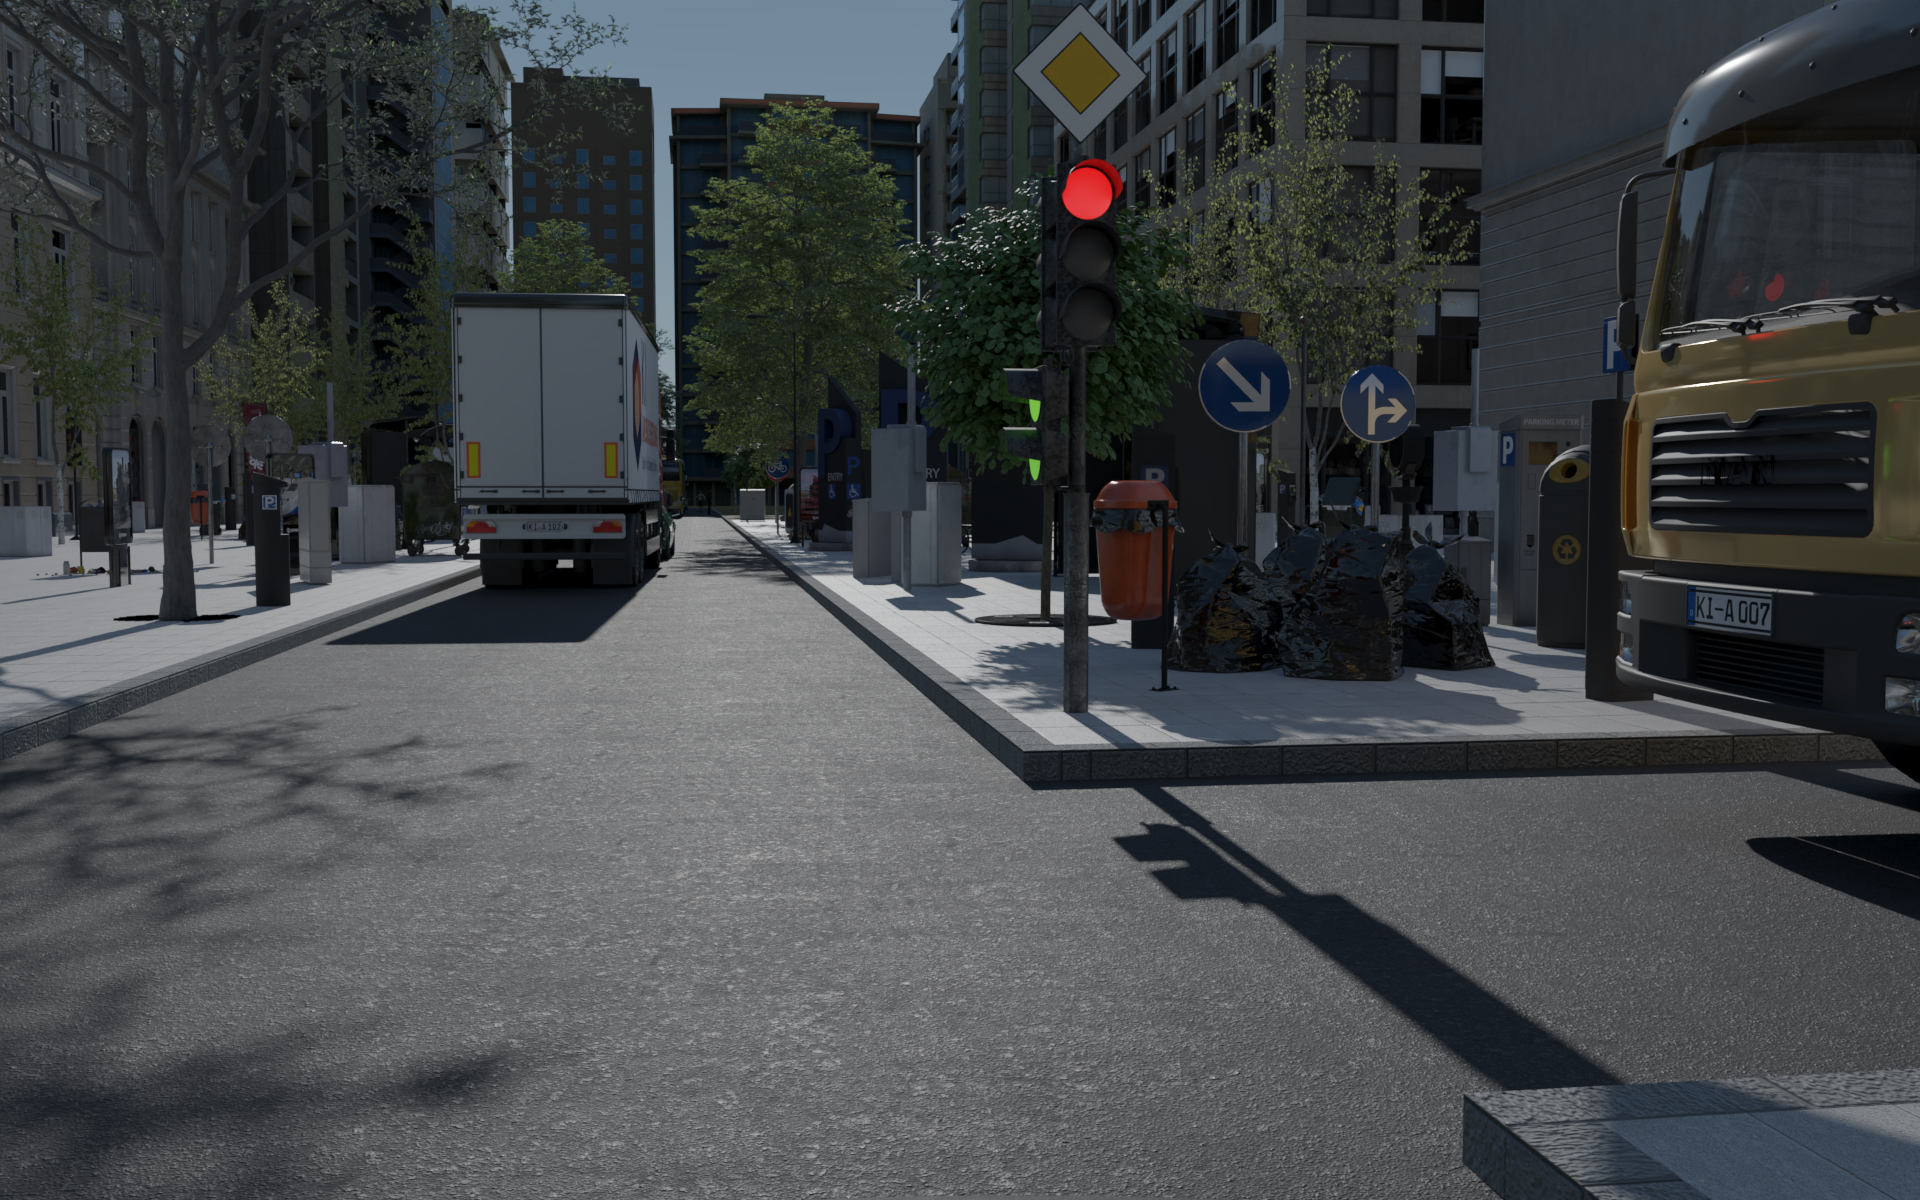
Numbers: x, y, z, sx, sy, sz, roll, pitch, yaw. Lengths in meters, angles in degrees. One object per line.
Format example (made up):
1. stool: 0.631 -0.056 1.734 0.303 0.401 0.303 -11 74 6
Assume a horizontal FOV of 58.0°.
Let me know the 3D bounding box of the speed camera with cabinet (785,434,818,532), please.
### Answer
1. speed camera with cabinet: -5.225 -3.883 57.824 0.660 3.252 2.038 -2 4 -28

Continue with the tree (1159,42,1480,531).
1. tree: 6.045 -4.792 28.716 4.360 8.622 3.978 0 3 0

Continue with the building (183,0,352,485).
1. building: -39.447 -19.287 87.049 14.160 30.474 14.107 -1 4 -9

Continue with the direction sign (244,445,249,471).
1. direction sign: -26.544 -4.479 65.228 0.379 3.537 0.876 2 4 32

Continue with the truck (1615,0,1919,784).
1. truck: 7.115 -0.704 7.435 9.791 3.379 3.469 0 4 -7

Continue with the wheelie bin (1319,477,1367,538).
1. wheelie bin: 7.268 -1.526 32.866 0.980 1.594 0.693 3 4 39

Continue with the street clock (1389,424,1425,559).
1. street clock: 4.639 -0.823 18.030 0.358 2.002 0.471 0 4 -4

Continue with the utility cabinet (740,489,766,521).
1. utility cabinet: -9.853 -4.502 82.281 1.173 1.500 0.318 0 4 3

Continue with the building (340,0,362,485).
1. building: -45.157 -40.624 102.461 20.563 71.187 20.611 -1 4 -9

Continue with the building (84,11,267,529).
1. building: -36.321 -13.739 66.430 13.314 21.916 24.055 -1 4 -9

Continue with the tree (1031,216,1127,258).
1. tree: 2.739 -5.771 44.714 4.737 8.622 4.395 0 3 0

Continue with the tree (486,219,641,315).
1. tree: -16.883 -9.426 72.247 7.486 12.596 7.792 0 3 0

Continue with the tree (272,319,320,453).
1. tree: -23.238 -7.101 66.456 4.737 8.622 4.395 0 3 0

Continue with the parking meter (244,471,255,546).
1. parking meter: -17.602 -2.293 43.203 0.399 1.863 0.255 -3 5 -41

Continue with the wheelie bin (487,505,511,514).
1. wheelie bin: -15.397 -3.047 57.719 0.980 1.594 0.693 1 4 11

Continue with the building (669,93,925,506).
1. building: -19.126 -32.904 192.601 28.867 44.769 22.147 -1 4 -9

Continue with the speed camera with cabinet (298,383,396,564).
1. speed camera with cabinet: -11.163 -2.277 31.567 0.660 3.252 2.038 1 4 18

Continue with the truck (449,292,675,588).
1. truck: -6.528 -2.501 29.805 2.839 4.237 11.283 0 4 -7

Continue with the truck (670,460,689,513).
1. truck: -21.819 -8.526 129.163 2.967 4.110 18.799 -1 4 -8

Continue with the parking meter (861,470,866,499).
1. parking meter: -2.413 -2.201 41.702 0.255 1.863 0.399 -1 4 -12

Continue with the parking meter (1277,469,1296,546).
1. parking meter: 7.560 -2.102 40.078 0.255 1.863 0.399 -2 4 -35

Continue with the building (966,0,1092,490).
1. building: 7.214 -26.103 110.382 14.154 41.232 14.086 -1 4 -9

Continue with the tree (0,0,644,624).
1. tree: -7.855 -6.543 17.346 12.009 13.543 11.850 0 3 0

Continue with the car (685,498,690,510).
1. car: -25.565 -8.873 156.865 2.131 1.459 4.920 -1 4 -9

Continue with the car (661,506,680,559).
1. car: -7.473 -1.692 39.462 2.131 1.459 4.920 0 4 -7

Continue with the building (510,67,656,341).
1. building: -39.947 -32.779 186.055 14.200 45.320 14.600 -1 4 -9

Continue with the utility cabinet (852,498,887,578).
1. utility cabinet: -1.342 -0.969 27.002 0.306 1.237 1.020 1 4 22

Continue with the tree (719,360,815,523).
1. tree: -8.407 -7.757 77.196 4.737 8.622 4.395 0 3 0

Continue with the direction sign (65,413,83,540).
1. direction sign: -24.592 -3.433 48.126 0.876 3.537 0.379 3 4 38

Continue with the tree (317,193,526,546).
1. tree: -12.512 -5.668 43.036 4.737 8.622 4.395 0 3 0

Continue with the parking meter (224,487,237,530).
1. parking meter: -25.863 -3.241 61.403 0.372 1.533 0.369 0 3 0

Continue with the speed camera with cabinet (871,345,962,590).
1. speed camera with cabinet: -0.585 -1.805 23.854 0.660 3.252 2.038 1 4 20

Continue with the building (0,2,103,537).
1. building: -32.372 -15.818 44.523 13.634 28.700 20.117 -1 4 -9

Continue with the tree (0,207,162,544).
1. tree: -22.658 -5.722 43.923 4.737 8.622 4.395 0 3 0

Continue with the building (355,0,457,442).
1. building: -47.290 -29.604 134.133 14.200 45.320 14.600 -1 4 -9

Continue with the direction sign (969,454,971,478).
1. direction sign: 0.781 -5.512 82.114 0.876 3.537 0.379 -3 4 -37

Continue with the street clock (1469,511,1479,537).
1. street clock: 10.229 -1.828 34.460 0.471 2.002 0.358 2 4 26

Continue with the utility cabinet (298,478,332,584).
1. utility cabinet: -9.276 -0.993 24.922 0.318 1.500 1.173 -2 4 -27

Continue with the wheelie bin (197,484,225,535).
1. wheelie bin: -23.477 -2.824 54.084 0.980 1.594 0.693 -2 4 -29

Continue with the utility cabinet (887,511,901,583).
1. utility cabinet: -0.524 -0.870 25.380 1.020 1.237 0.306 -3 4 -37

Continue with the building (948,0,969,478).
1. building: 7.599 -50.121 132.153 22.319 86.520 31.000 -1 4 -9

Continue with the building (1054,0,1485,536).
1. building: 16.724 -16.289 70.835 19.350 26.468 34.151 -1 4 -9

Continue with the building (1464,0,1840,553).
1. building: 23.840 -11.764 34.138 24.055 21.916 13.314 -1 4 -9

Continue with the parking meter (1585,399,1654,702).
1. parking meter: 4.137 -0.310 10.783 0.399 1.863 0.255 -1 4 -21

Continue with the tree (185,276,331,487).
1. tree: -23.205 -6.557 57.573 4.360 8.622 3.978 0 3 0

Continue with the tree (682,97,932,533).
1. tree: -4.246 -8.080 50.227 7.486 12.596 7.792 0 3 0

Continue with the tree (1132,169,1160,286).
1. tree: 5.547 -5.275 36.608 4.360 8.622 3.978 0 3 0

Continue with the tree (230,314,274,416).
1. tree: -27.613 -7.390 71.181 4.737 8.622 4.395 0 3 0

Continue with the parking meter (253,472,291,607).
1. parking meter: -7.889 -0.700 19.858 0.372 1.533 0.369 0 3 0

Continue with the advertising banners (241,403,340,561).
1. advertising banners: -12.801 -2.270 33.302 2.074 3.025 0.090 0 4 7

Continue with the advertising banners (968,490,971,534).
1. advertising banners: 0.883 -3.653 55.915 2.074 3.025 0.090 -2 4 -34

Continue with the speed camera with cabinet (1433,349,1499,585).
1. speed camera with cabinet: 7.593 -1.822 24.134 2.038 3.252 0.660 -1 4 -23

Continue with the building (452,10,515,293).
1. building: -61.576 -36.703 189.327 27.495 52.752 28.713 -1 4 -9

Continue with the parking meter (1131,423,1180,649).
1. parking meter: 1.625 -0.530 14.382 0.399 1.863 0.255 0 4 6

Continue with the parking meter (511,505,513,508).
1. parking meter: -17.810 -3.674 68.485 0.372 1.533 0.369 0 3 0

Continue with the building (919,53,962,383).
1. building: 6.416 -34.989 195.775 21.600 48.544 21.300 -1 4 -9
